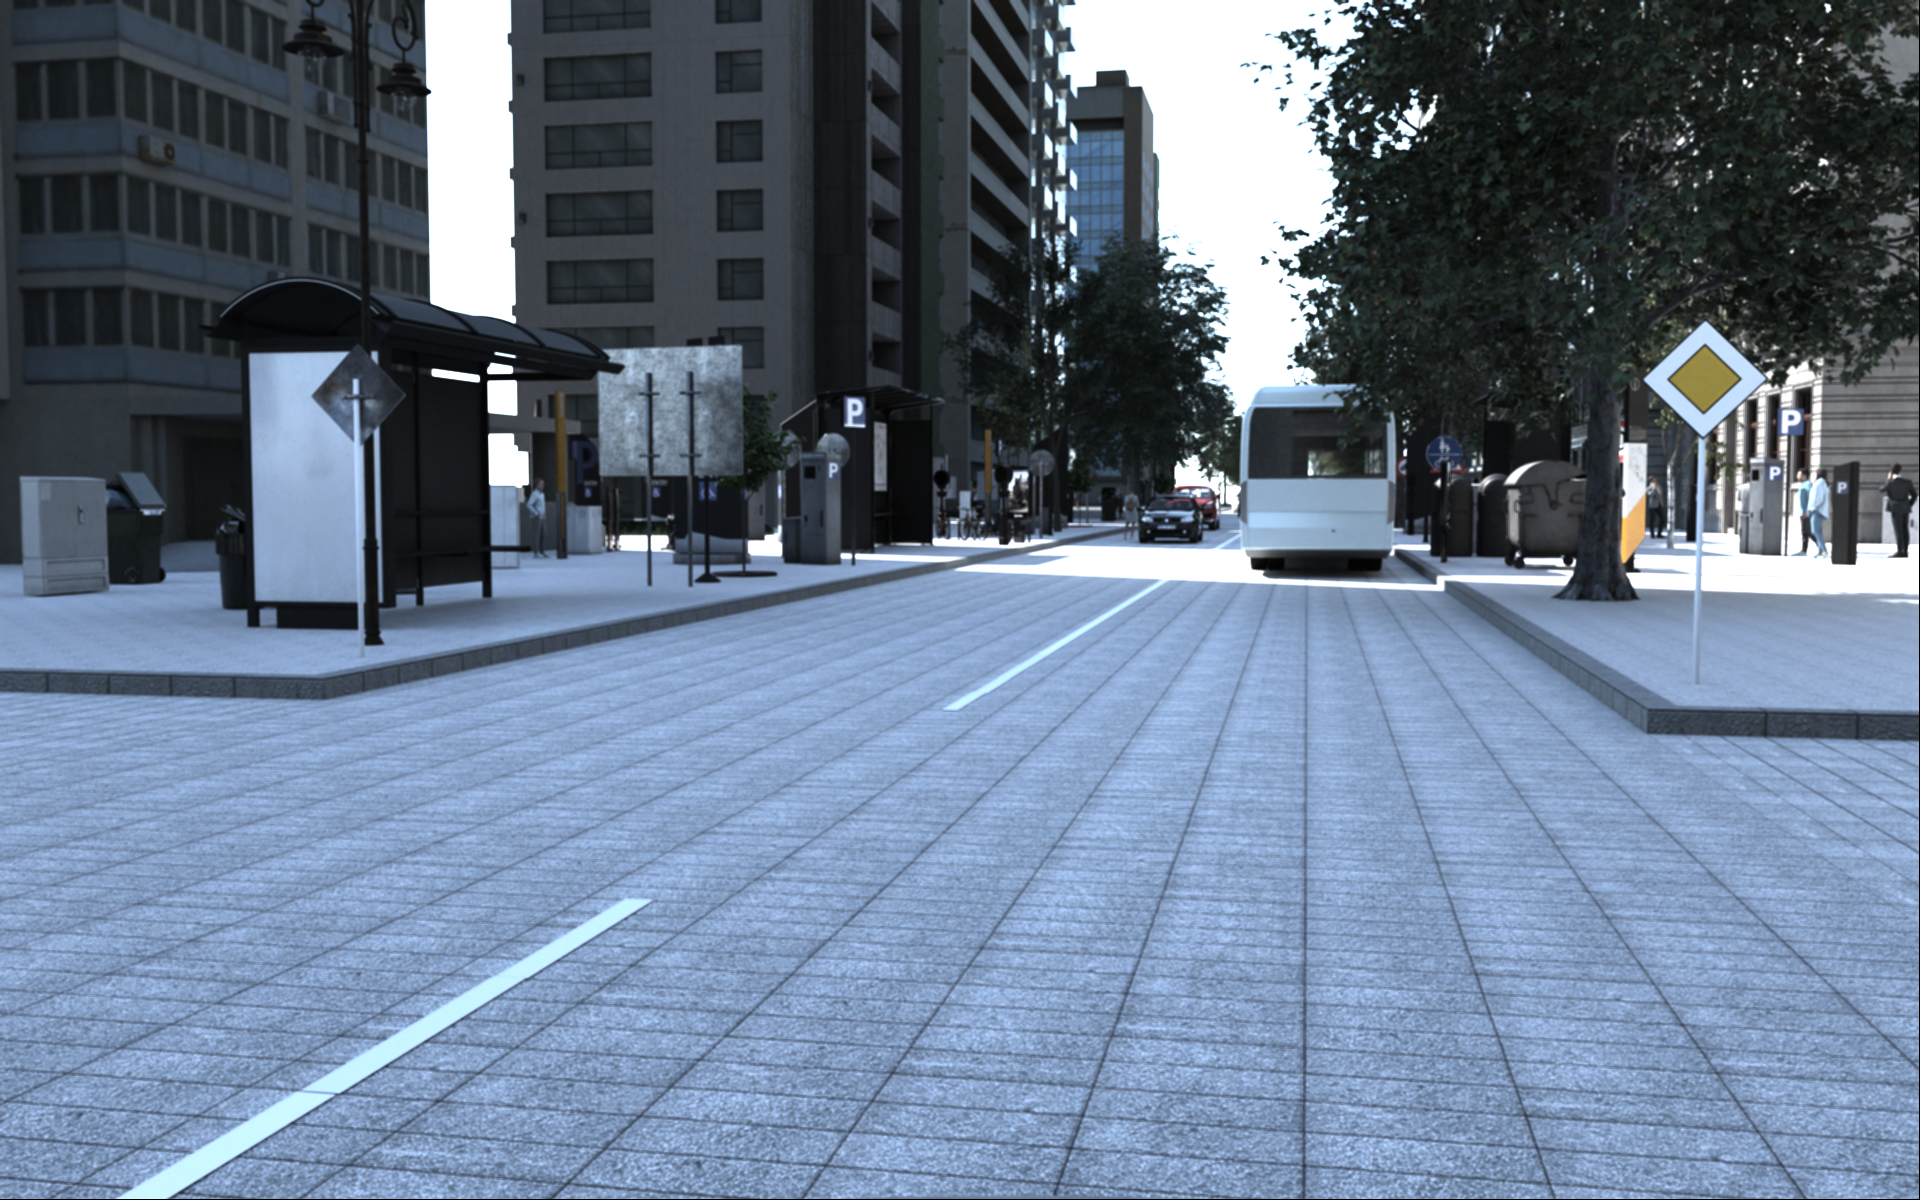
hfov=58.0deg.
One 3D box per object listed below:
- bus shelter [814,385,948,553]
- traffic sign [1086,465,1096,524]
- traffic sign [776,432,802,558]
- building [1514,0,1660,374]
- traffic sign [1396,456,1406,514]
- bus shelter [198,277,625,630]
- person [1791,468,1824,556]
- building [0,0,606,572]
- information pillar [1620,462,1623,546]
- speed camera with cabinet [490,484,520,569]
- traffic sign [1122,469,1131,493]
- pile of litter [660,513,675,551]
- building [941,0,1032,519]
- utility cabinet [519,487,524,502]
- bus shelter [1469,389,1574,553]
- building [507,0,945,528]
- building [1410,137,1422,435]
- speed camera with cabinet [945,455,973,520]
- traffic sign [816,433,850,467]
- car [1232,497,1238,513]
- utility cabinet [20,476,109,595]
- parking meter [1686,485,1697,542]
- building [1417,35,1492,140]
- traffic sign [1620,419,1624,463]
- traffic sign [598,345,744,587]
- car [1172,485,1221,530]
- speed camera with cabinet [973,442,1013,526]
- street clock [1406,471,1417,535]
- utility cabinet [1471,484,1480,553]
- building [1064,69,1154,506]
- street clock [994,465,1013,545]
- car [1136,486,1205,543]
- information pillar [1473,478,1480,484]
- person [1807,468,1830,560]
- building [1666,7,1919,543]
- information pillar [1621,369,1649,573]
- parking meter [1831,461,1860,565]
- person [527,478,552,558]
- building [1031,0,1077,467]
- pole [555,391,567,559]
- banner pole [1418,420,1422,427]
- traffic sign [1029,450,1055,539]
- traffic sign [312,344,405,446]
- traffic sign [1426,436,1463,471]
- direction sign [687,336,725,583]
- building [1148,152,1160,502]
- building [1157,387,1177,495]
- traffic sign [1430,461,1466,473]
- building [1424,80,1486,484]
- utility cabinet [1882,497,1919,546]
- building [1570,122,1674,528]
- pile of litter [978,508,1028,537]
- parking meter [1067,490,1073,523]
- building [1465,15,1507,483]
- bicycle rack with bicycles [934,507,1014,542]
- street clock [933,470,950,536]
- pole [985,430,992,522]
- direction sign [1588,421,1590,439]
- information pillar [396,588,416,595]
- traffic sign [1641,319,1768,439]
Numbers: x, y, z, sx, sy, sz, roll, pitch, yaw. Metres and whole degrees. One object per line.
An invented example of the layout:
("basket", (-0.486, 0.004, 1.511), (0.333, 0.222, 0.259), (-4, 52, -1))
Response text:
("bus shelter", (-1.760, -3.008, 40.470), (1.731, 3.624, 6.357), (1, 4, 11))
("traffic sign", (5.528, -4.591, 75.162), (0.768, 2.556, 0.104), (1, 4, 14))
("traffic sign", (-3.552, -2.122, 34.797), (0.768, 2.556, 0.104), (1, 4, 16))
("building", (45.047, -27.393, 102.494), (22.147, 44.769, 28.867), (1, 4, 11))
("traffic sign", (14.759, -3.495, 57.249), (0.768, 2.556, 0.104), (1, 4, 14))
("bus shelter", (-5.645, -1.526, 18.881), (2.014, 3.302, 5.546), (1, 4, 11))
("person", (17.676, -1.832, 36.016), (0.620, 1.820, 0.660), (1, 4, 13))
("building", (-25.847, -21.151, 37.695), (32.217, 40.220, 23.993), (1, 4, 11))
("information pillar", (11.684, -1.598, 30.612), (0.304, 2.012, 0.304), (-3, 4, -38))
("speed camera with cabinet", (-8.605, -2.157, 29.595), (2.038, 3.252, 0.660), (-1, 4, -17))
("traffic sign", (8.582, -5.379, 88.047), (0.768, 2.556, 0.104), (1, 4, 17))
("pile of litter", (-6.275, -1.568, 39.609), (1.176, 0.858, 1.719), (-1, 4, -10))
("building", (-7.984, -29.202, 101.161), (21.300, 48.544, 21.600), (1, 4, 11))
("utility cabinet", (-13.882, -2.695, 52.744), (1.173, 1.500, 0.318), (0, 4, 1))
("bus shelter", (13.174, -3.036, 40.919), (1.731, 3.624, 6.357), (1, 4, 11))
("building", (-8.920, -18.297, 70.864), (14.160, 30.474, 14.107), (1, 4, 11))
("building", (62.301, -34.273, 210.477), (14.600, 45.320, 14.200), (1, 4, 11))
("speed camera with cabinet", (0.046, -5.693, 87.411), (2.038, 3.252, 0.660), (1, 4, 23))
("traffic sign", (-2.674, -2.207, 36.190), (0.768, 2.556, 0.104), (1, 4, 19))
("car", (22.372, -7.529, 135.453), (2.083, 1.381, 4.827), (1, 4, 13))
("utility cabinet", (-11.438, -0.825, 22.169), (0.318, 1.500, 1.173), (1, 4, 13))
("parking meter", (19.829, -2.346, 46.767), (0.372, 1.533, 0.369), (0, 3, 0))
("building", (68.486, -48.215, 226.572), (20.563, 71.187, 20.611), (1, 4, 11))
("traffic sign", (10.911, -1.767, 28.998), (0.768, 2.556, 0.104), (1, 4, 12))
("traffic sign", (-4.033, -1.842, 23.998), (2.265, 3.308, 0.079), (1, 4, 20))
("car", (9.434, -3.757, 70.101), (2.281, 1.827, 5.304), (1, 4, 11))
("speed camera with cabinet", (1.578, -4.380, 65.955), (2.038, 3.252, 0.660), (-3, 5, -41))
("street clock", (14.124, -3.036, 54.205), (0.358, 2.002, 0.471), (1, 4, 12))
("utility cabinet", (11.045, -1.759, 37.432), (1.173, 1.500, 0.318), (2, 4, 24))
("building", (13.421, -32.897, 187.968), (14.600, 45.320, 14.200), (1, 4, 11))
("street clock", (1.097, -2.373, 43.375), (0.358, 2.002, 0.471), (-3, 5, -40))
("car", (6.319, -2.564, 51.707), (2.009, 1.686, 4.222), (1, 4, 11))
("information pillar", (23.371, -4.524, 78.460), (0.304, 2.012, 0.304), (1, 4, 14))
("person", (16.905, -1.696, 34.031), (0.793, 1.790, 0.793), (0, 4, 0))
("building", (29.227, -13.270, 53.122), (11.583, 22.565, 21.152), (1, 4, 11))
("information pillar", (10.974, -2.252, 28.178), (0.504, 3.616, 0.183), (-2, 4, -30))
("parking meter", (15.980, -1.564, 31.287), (0.255, 1.863, 0.399), (-2, 4, -32))
("person", (-8.453, -1.645, 34.751), (0.330, 1.601, 0.589), (1, 4, 21))
("building", (-3.582, -31.018, 126.761), (23.786, 49.044, 30.456), (1, 4, 11))
("pole", (-7.893, -2.472, 34.254), (0.158, 3.312, 0.155), (0, 3, 0))
("banner pole", (15.682, -4.204, 58.752), (0.401, 3.779, 0.863), (-1, 4, -11))
("traffic sign", (2.333, -3.040, 49.810), (0.768, 2.556, 0.104), (1, 4, 17))
("traffic sign", (-4.711, -0.696, 13.569), (0.795, 2.593, 0.064), (1, 4, 11))
("traffic sign", (10.666, -2.330, 38.195), (0.768, 2.556, 0.104), (1, 4, 12))
("direction sign", (-3.680, -2.027, 25.136), (0.379, 3.537, 0.876), (-3, 5, -44))
("building", (15.707, -31.751, 202.723), (14.154, 41.232, 14.086), (1, 4, 11))
("building", (13.386, -23.282, 225.697), (27.650, 21.520, 28.899), (1, 4, 11))
("traffic sign", (12.167, -2.642, 43.208), (0.884, 2.594, 0.081), (1, 4, 19))
("building", (62.865, -34.761, 192.044), (21.300, 48.544, 21.600), (1, 4, 11))
("utility cabinet", (23.744, -1.976, 43.472), (0.306, 1.237, 1.020), (-3, 5, -41))
("building", (32.064, -12.759, 73.243), (10.561, 19.102, 19.286), (1, 4, 11))
("pile of litter", (1.329, -2.376, 52.812), (1.719, 0.858, 1.176), (0, 4, -1))
("parking meter", (4.865, -4.220, 77.415), (0.372, 1.533, 0.369), (0, 3, 0))
("building", (51.489, -31.294, 131.270), (23.786, 49.044, 30.456), (1, 4, 11))
("bicycle rack with bicycles", (0.596, -2.111, 47.897), (2.852, 0.926, 2.925), (0, 4, -7))
("street clock", (-0.551, -2.940, 52.638), (0.471, 2.002, 0.358), (1, 4, 20))
("pole", (0.895, -3.730, 54.835), (0.158, 3.312, 0.155), (0, 3, 0))
("direction sign", (19.860, -3.810, 54.294), (0.876, 3.537, 0.379), (-3, 5, -45))
("information pillar", (-7.168, -1.083, 22.202), (0.304, 2.012, 0.304), (-2, 4, -31))
("traffic sign", (4.987, -0.576, 11.609), (0.795, 2.593, 0.064), (1, 4, 11))
